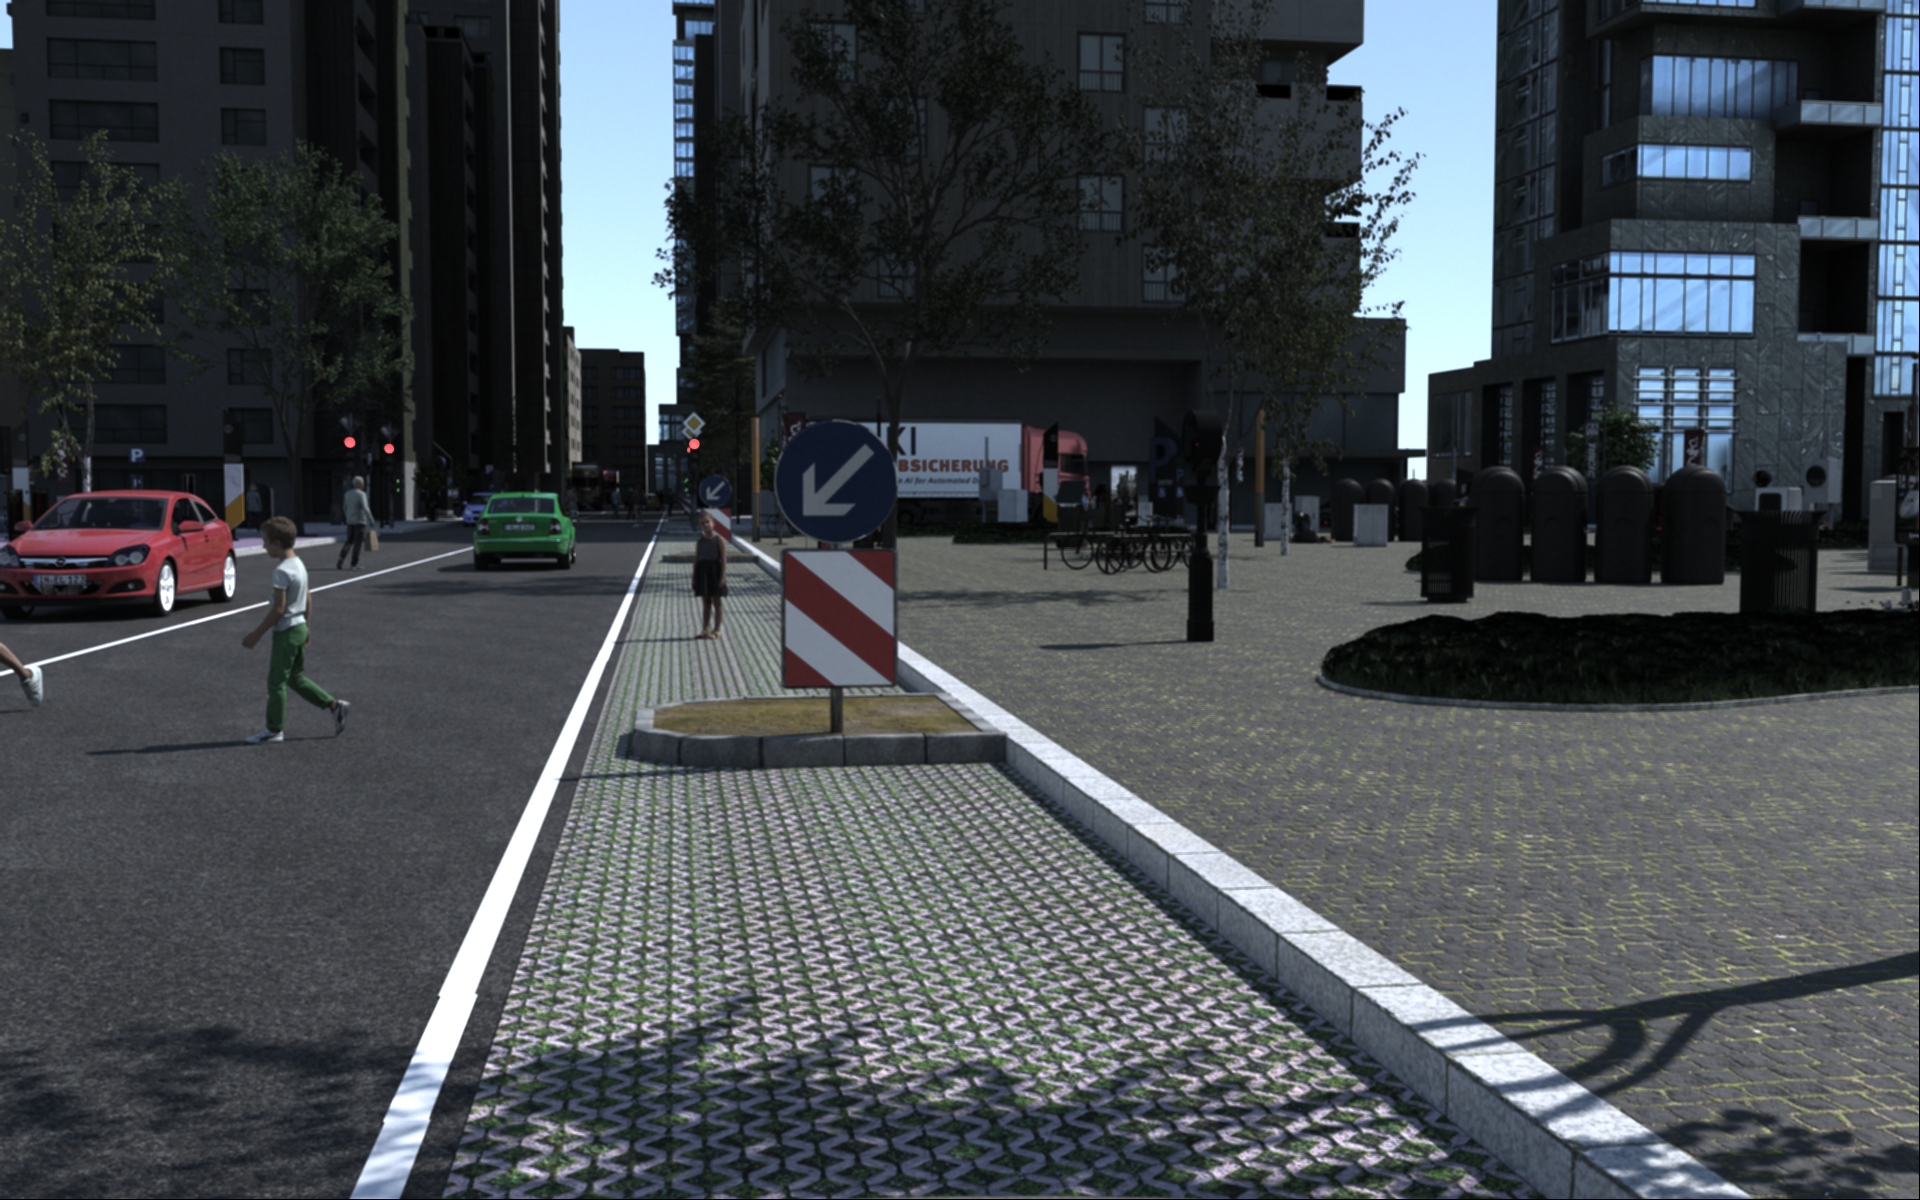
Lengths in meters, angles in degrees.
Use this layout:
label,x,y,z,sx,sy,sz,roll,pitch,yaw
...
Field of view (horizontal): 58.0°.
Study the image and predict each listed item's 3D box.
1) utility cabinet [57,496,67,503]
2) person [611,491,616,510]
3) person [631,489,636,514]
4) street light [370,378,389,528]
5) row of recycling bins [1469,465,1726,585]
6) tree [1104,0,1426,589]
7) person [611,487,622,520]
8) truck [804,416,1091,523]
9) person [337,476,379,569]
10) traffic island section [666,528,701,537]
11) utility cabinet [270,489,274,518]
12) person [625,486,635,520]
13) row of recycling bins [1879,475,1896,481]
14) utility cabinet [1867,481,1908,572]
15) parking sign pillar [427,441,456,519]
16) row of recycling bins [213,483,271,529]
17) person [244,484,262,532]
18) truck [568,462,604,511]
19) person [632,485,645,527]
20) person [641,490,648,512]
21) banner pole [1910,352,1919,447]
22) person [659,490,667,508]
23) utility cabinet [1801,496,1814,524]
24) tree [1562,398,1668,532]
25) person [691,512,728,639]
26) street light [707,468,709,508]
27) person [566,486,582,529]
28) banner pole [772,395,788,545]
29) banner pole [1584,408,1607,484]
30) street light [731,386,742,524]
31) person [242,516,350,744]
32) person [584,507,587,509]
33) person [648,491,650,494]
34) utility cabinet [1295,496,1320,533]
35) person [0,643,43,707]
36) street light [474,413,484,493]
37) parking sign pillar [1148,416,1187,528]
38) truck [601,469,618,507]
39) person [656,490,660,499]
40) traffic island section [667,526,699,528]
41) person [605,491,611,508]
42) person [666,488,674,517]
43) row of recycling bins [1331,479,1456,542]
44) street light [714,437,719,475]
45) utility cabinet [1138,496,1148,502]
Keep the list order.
label,x,y,z,sx,sy,sz,roll,pitch,yaw
utility cabinet,-26.090,-2.441,51.077,1.020,1.237,0.306,1,4,15
person,-31.579,-9.085,157.777,0.721,1.736,1.217,0,4,7
person,-22.867,-6.886,121.434,0.599,1.781,0.374,2,4,34
street light,-21.872,-5.661,65.345,0.468,5.910,1.993,-1,4,-9
row of recycling bins,9.243,-1.110,25.261,3.534,1.692,1.069,1,4,22
tree,3.673,-4.449,23.104,4.360,8.622,3.978,0,3,0
person,-19.317,-5.424,97.037,0.748,1.841,0.638,-3,5,-44
truck,-0.153,-4.626,64.546,11.283,4.237,2.839,-1,4,-11
person,-11.449,-1.465,32.941,0.782,1.767,0.515,2,4,27
traffic island section,-9.041,-2.261,59.251,2.009,0.180,2.903,-1,4,-9
utility cabinet,-28.075,-3.704,69.236,0.318,1.500,1.173,3,5,42
person,-18.251,-5.393,96.036,0.648,1.900,0.474,3,5,42
row of recycling bins,21.253,-1.801,36.562,3.534,1.692,1.069,2,4,24
utility cabinet,15.424,-1.189,28.124,0.318,1.500,1.173,-3,4,-38
parking sign pillar,-26.489,-6.109,88.354,1.447,3.967,1.447,2,4,30
row of recycling bins,-27.059,-3.553,65.203,3.534,1.692,1.069,3,5,43
person,-24.774,-3.173,60.560,0.709,1.800,0.728,1,4,9
truck,-33.008,-10.063,153.447,2.839,4.237,11.283,-1,4,-10
person,-14.156,-4.144,76.227,0.573,1.828,0.580,0,4,-3
person,-25.535,-8.022,140.063,0.834,1.777,0.661,0,4,4
banner pole,17.003,-2.492,30.765,0.863,3.779,0.401,-3,5,-41
person,-30.464,-10.298,176.500,1.348,1.869,0.705,0,4,6
utility cabinet,25.995,-2.610,53.838,0.306,1.237,1.020,-2,4,-31
tree,22.389,-4.610,59.089,4.285,4.588,4.351,0,3,0
person,-2.462,-0.235,17.018,0.362,1.253,0.373,2,4,27
street light,-20.560,-10.297,141.141,0.468,5.910,1.993,-1,4,-9
person,-15.974,-3.845,71.704,0.599,1.781,0.374,1,4,18
banner pole,-4.446,-3.270,43.481,0.401,3.779,0.863,-2,4,-26
banner pole,18.677,-3.720,50.835,0.401,3.779,0.863,-3,4,-39
street light,-9.472,-6.176,73.769,0.468,5.910,1.993,-1,4,-9
person,-3.848,0.166,10.035,0.590,1.304,0.306,-2,4,-27
person,-36.861,-9.843,169.874,0.683,1.767,0.568,2,4,33
person,-38.746,-12.678,215.918,0.705,1.807,1.348,-2,4,-29
utility cabinet,11.590,-2.853,57.809,1.020,1.237,0.306,-3,5,-43
person,-6.374,-0.119,11.188,0.466,1.731,0.760,2,4,31
street light,-27.609,-7.749,99.490,0.468,5.910,1.993,-1,4,-9
parking sign pillar,7.037,-4.319,59.092,1.447,3.967,1.447,-3,5,-39
truck,-39.549,-12.524,193.682,2.839,4.237,11.283,-1,4,-10
person,-29.737,-9.876,170.074,0.705,1.812,1.348,-2,4,-29
traffic island section,-10.346,-2.743,67.129,2.009,0.180,2.903,-1,4,-9
person,-36.555,-10.462,180.005,0.683,1.767,0.568,0,4,1
person,-18.348,-6.168,109.532,0.419,1.800,0.721,1,4,17
row of recycling bins,11.922,-2.451,47.192,3.534,1.692,1.069,0,4,3
street light,-15.014,-8.246,107.603,0.468,5.910,1.993,-1,4,-9
utility cabinet,6.754,-3.094,61.756,1.020,1.237,0.306,2,4,32
